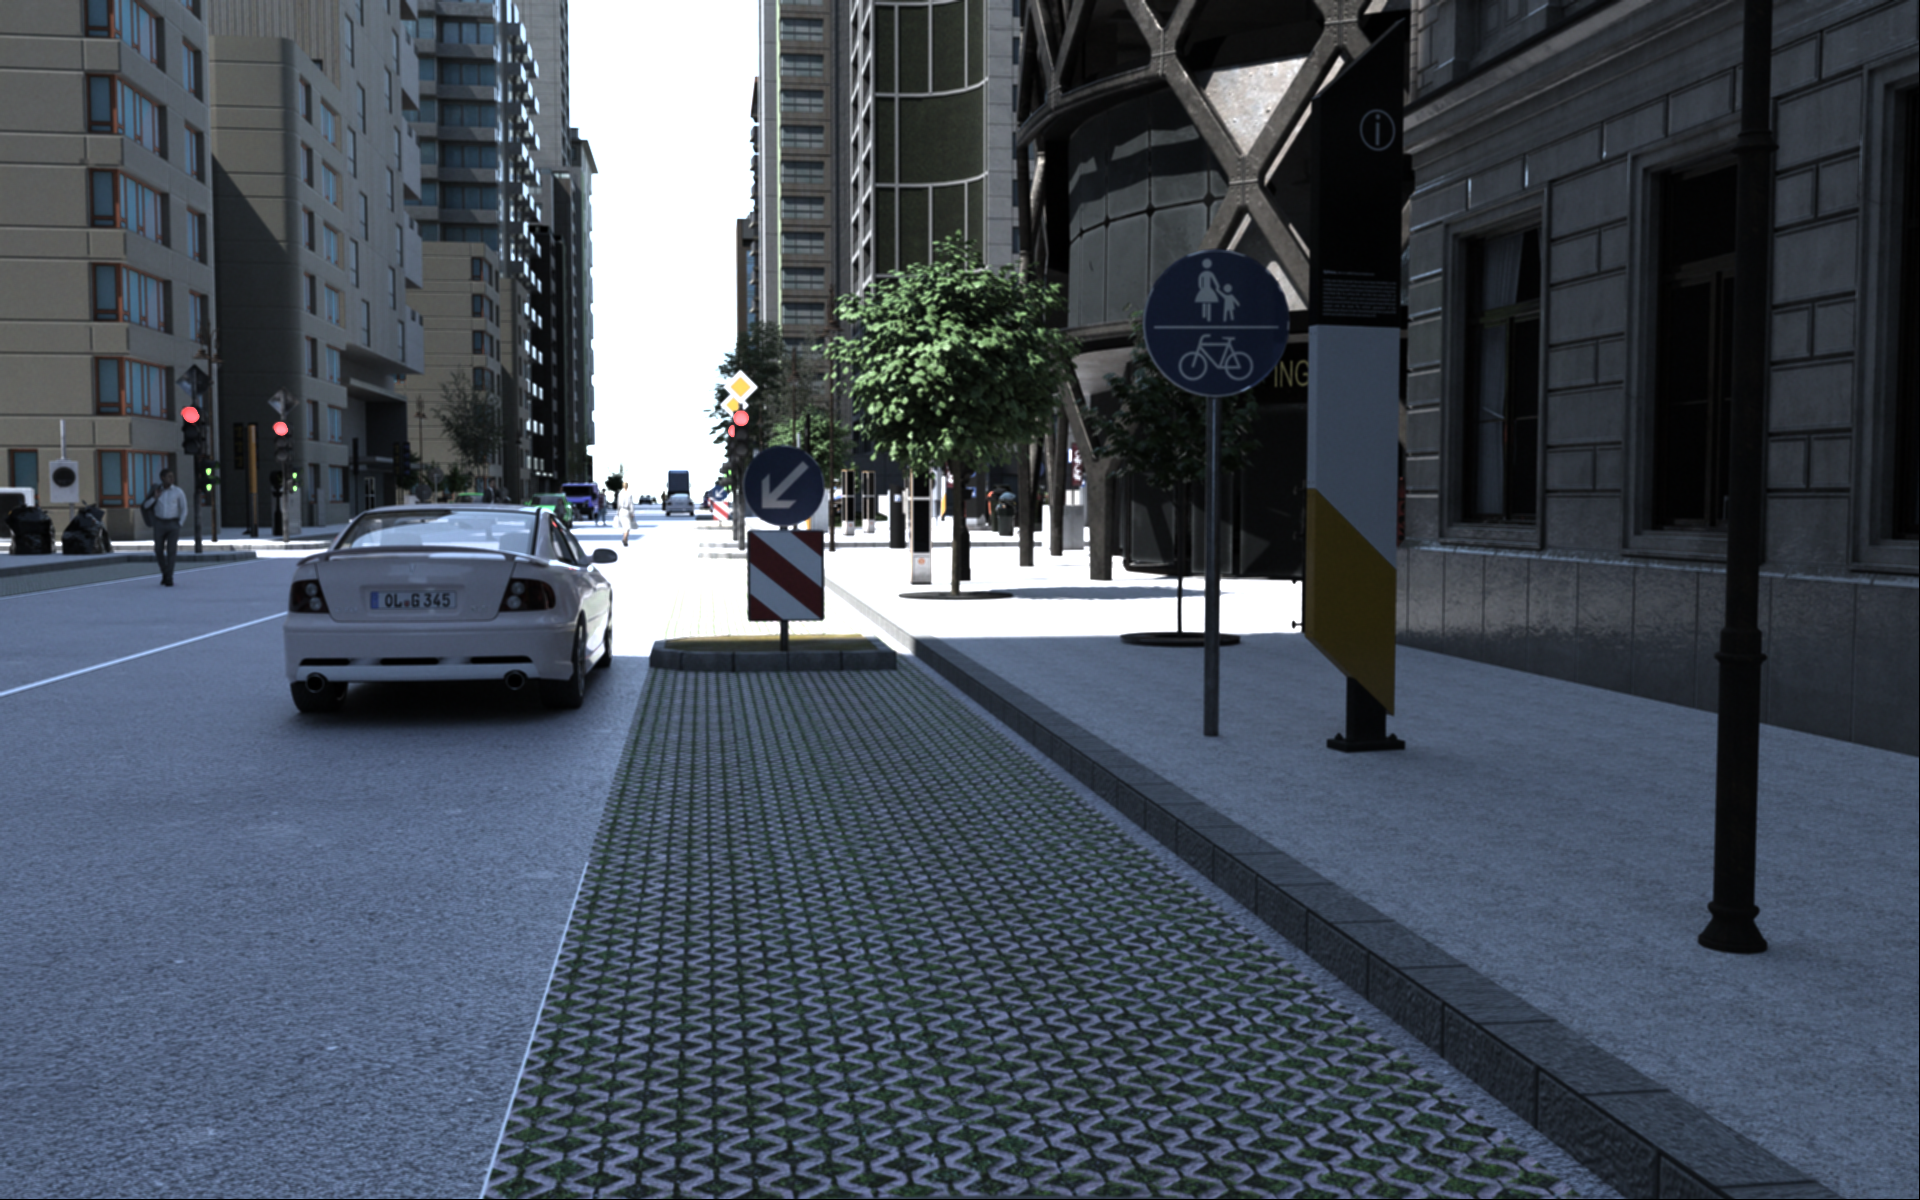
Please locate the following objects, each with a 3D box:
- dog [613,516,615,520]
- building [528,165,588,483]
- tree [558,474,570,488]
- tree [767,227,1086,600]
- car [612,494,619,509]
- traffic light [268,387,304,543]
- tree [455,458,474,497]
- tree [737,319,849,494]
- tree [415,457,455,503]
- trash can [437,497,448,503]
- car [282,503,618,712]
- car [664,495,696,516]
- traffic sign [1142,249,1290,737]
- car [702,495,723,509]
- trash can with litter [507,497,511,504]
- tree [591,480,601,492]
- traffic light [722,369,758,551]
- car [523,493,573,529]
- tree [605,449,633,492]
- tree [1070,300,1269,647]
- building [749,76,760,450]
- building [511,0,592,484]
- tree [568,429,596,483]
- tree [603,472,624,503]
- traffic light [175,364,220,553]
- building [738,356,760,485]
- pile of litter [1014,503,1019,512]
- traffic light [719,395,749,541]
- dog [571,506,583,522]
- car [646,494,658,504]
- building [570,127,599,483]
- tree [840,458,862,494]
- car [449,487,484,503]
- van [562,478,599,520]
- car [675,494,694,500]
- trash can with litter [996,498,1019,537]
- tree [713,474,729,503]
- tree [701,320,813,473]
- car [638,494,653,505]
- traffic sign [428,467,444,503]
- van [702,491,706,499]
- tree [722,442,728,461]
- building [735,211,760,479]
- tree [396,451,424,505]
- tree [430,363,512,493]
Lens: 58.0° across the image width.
[{"bbox_3d":[-16.222,-3.793,82.205,0.748,0.427,0.550,-2,4,-34],"label":"dog"},{"bbox_3d":[-52.788,-32.154,209.305,14.154,41.232,14.086,-1,4,-8],"label":"building"},{"bbox_3d":[-38.078,-10.564,167.323,1.663,3.219,1.824,0,3,0],"label":"tree"},{"bbox_3d":[-0.137,-2.309,21.471,4.285,4.588,4.351,0,3,0],"label":"tree"},{"bbox_3d":[-31.921,-9.428,163.929,2.009,1.686,4.222,0,4,-7],"label":"car"},{"bbox_3d":[-17.670,-3.452,45.357,0.839,4.253,0.868,-1,4,-8],"label":"traffic light"},{"bbox_3d":[-27.194,-6.048,93.484,1.663,3.219,1.824,0,3,0],"label":"tree"},{"bbox_3d":[-6.818,-7.548,73.765,4.360,8.622,3.978,0,3,0],"label":"tree"},{"bbox_3d":[-27.680,-5.878,90.698,1.663,3.219,1.824,0,3,0],"label":"tree"},{"bbox_3d":[-29.220,-5.259,97.642,0.748,1.137,0.748,0,3,0],"label":"trash can"},{"bbox_3d":[-3.628,-0.030,12.845,2.083,1.381,4.827,0,4,-7],"label":"car"},{"bbox_3d":[-18.560,-6.265,114.787,2.083,1.381,4.827,-1,4,-9],"label":"car"},{"bbox_3d":[1.335,-0.551,9.123,0.768,2.556,0.104,0,4,0],"label":"traffic sign"},{"bbox_3d":[-22.501,-8.860,157.439,1.945,1.354,3.894,0,4,-8],"label":"car"},{"bbox_3d":[-31.032,-6.610,119.462,1.055,1.170,0.624,0,4,8],"label":"trash can with litter"},{"bbox_3d":[-44.073,-13.175,210.017,1.663,3.219,1.824,0,3,0],"label":"tree"},{"bbox_3d":[-4.968,-3.074,39.173,0.839,4.253,0.868,-1,4,-8],"label":"traffic light"},{"bbox_3d":[-16.955,-3.830,71.417,1.959,1.807,4.718,-1,4,-10],"label":"car"},{"bbox_3d":[-54.352,-19.969,276.851,4.360,8.622,3.978,0,3,0],"label":"tree"},{"bbox_3d":[1.773,-1.241,14.898,1.663,3.219,1.824,0,3,0],"label":"tree"},{"bbox_3d":[-10.787,-32.252,181.945,22.147,44.769,28.867,-1,4,-8],"label":"building"},{"bbox_3d":[-59.107,-48.159,225.656,20.563,71.187,20.611,-1,4,-8],"label":"building"},{"bbox_3d":[-43.175,-14.997,195.555,4.737,8.622,4.395,0,3,0],"label":"tree"},{"bbox_3d":[-51.372,-16.743,257.466,4.285,4.588,4.351,0,3,0],"label":"tree"},{"bbox_3d":[-16.501,-2.969,37.457,0.839,4.253,0.868,-1,4,-8],"label":"traffic light"},{"bbox_3d":[-15.225,-23.502,229.299,27.650,21.520,28.899,-1,4,-8],"label":"building"},{"bbox_3d":[2.803,-5.073,96.909,1.719,0.858,1.176,-1,4,-14],"label":"pile of litter"},{"bbox_3d":[-6.136,-3.557,47.072,0.839,4.253,0.868,-1,4,-8],"label":"traffic light"},{"bbox_3d":[-19.832,-4.481,90.098,0.513,0.831,0.800,-3,5,-43],"label":"dog"},{"bbox_3d":[-47.070,-15.532,264.174,2.015,1.641,3.980,0,4,-7],"label":"car"},{"bbox_3d":[-67.213,-40.443,250.488,28.713,52.752,27.495,-1,4,-8],"label":"building"},{"bbox_3d":[-5.683,-6.007,92.822,1.663,3.219,1.824,0,3,0],"label":"tree"},{"bbox_3d":[-22.600,-4.375,80.329,1.959,1.807,4.718,0,4,-8],"label":"car"},{"bbox_3d":[-21.387,-5.678,97.227,2.240,2.365,5.245,0,4,-7],"label":"van"},{"bbox_3d":[-24.515,-8.605,152.487,2.131,1.459,4.920,0,4,-7],"label":"car"},{"bbox_3d":[1.630,-2.512,52.459,1.055,1.170,0.624,0,4,-4],"label":"trash can with litter"},{"bbox_3d":[-35.506,-16.955,260.924,4.285,4.588,4.351,0,3,0],"label":"tree"},{"bbox_3d":[-13.193,-11.942,113.384,7.486,12.596,7.792,0,3,0],"label":"tree"},{"bbox_3d":[-43.428,-14.021,239.035,2.009,1.686,4.222,0,4,-7],"label":"car"},{"bbox_3d":[-24.926,-5.033,82.397,0.768,2.556,0.104,0,4,-7],"label":"traffic sign"},{"bbox_3d":[-32.400,-13.280,224.133,2.013,2.044,4.112,-1,4,-8],"label":"van"},{"bbox_3d":[-26.121,-15.608,205.556,4.360,8.622,3.978,0,3,0],"label":"tree"},{"bbox_3d":[-28.296,-38.116,273.304,14.600,45.320,14.200,-1,4,-8],"label":"building"},{"bbox_3d":[-36.131,-7.834,111.798,4.285,4.588,4.351,0,3,0],"label":"tree"},{"bbox_3d":[-27.918,-9.064,98.561,4.360,8.622,3.978,0,3,0],"label":"tree"}]
